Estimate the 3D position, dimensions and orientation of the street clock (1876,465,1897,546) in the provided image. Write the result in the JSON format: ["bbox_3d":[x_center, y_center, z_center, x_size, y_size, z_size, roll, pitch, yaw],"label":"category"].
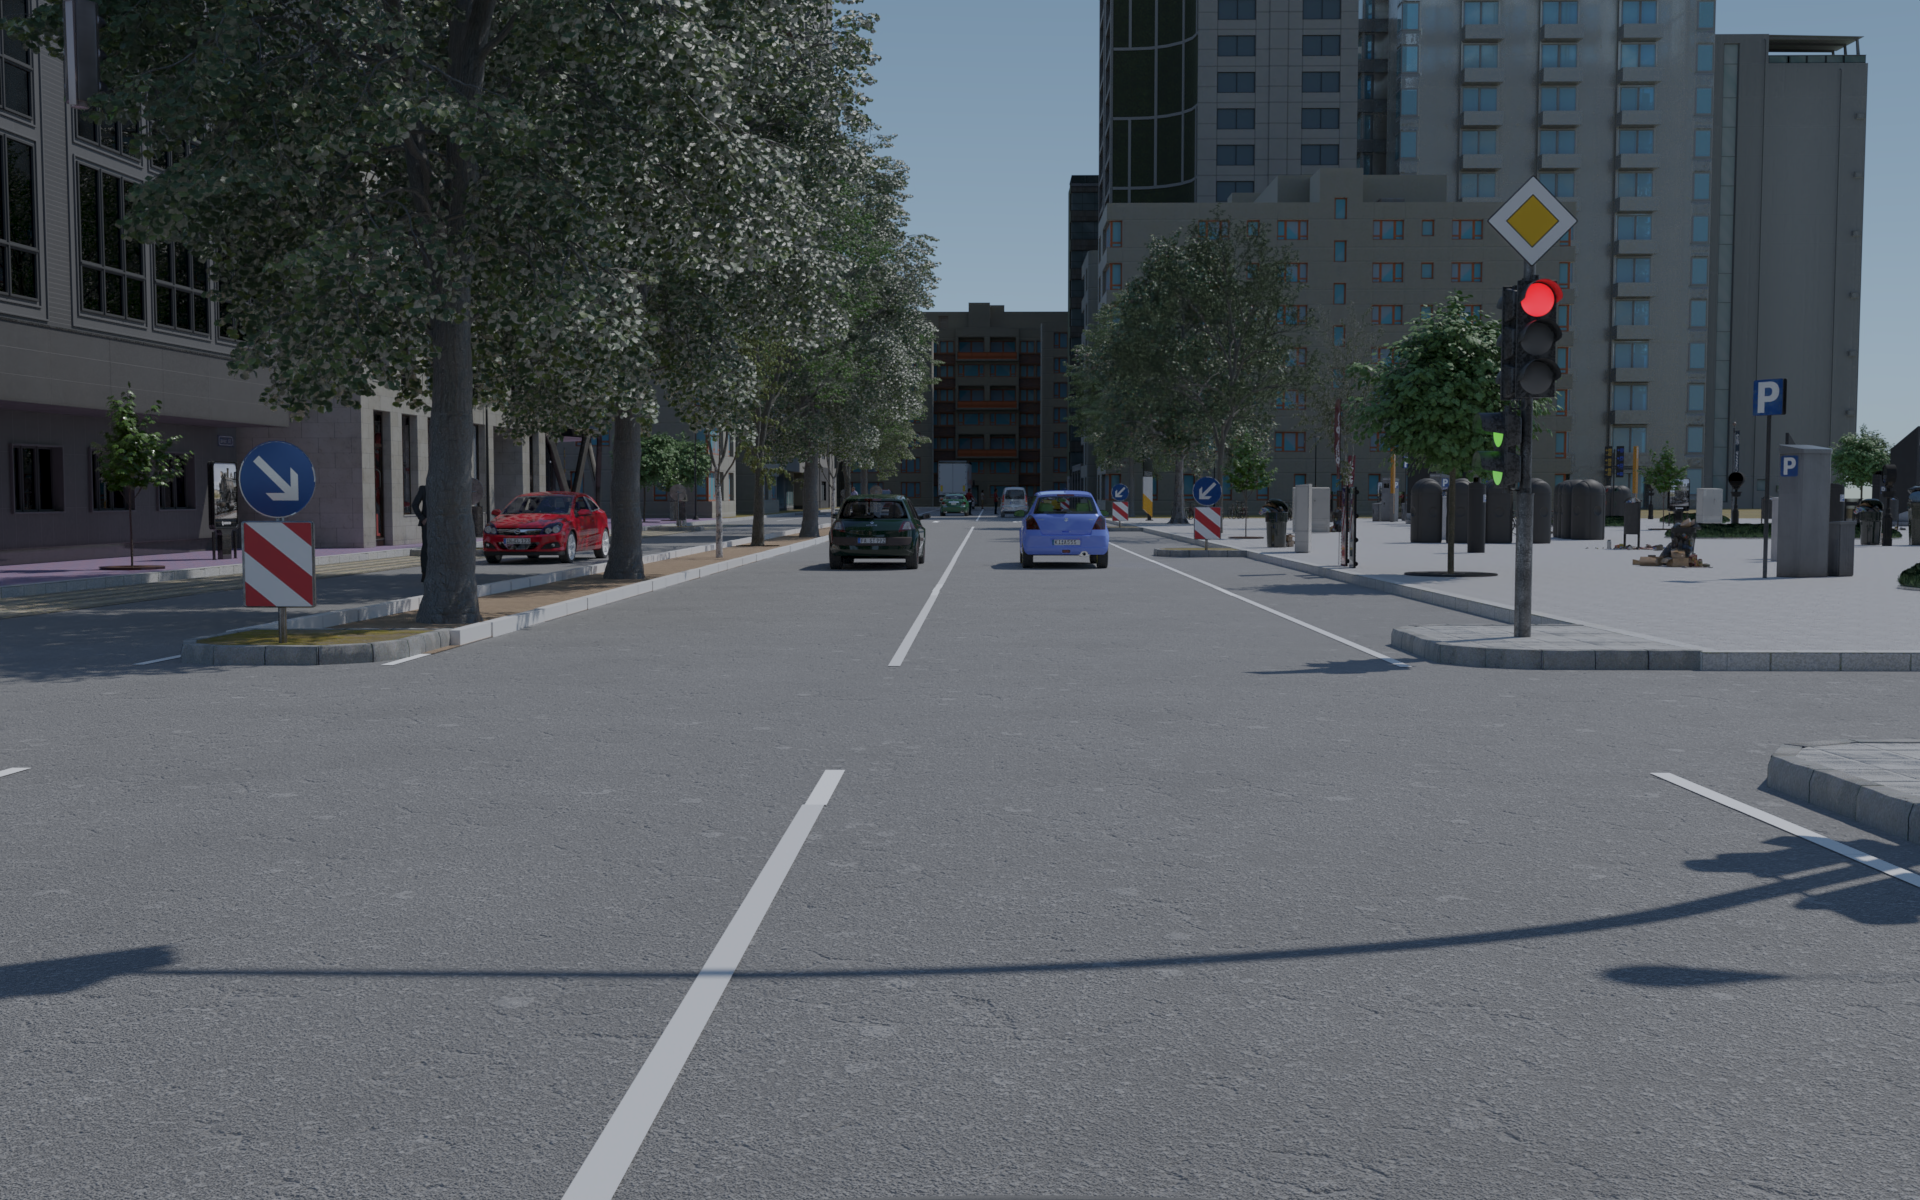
[{"bbox_3d":[22.845,-2.328,42.625,0.358,2.002,0.471,1,4,13],"label":"street clock"}]

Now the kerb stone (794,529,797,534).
[{"bbox_3d":[-6.022,-2.433,61.971,0.120,0.150,1.000,0,4,1],"label":"kerb stone"}]

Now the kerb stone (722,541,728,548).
[{"bbox_3d":[-6.314,-1.430,45.569,0.120,0.150,1.000,0,4,1],"label":"kerb stone"}]

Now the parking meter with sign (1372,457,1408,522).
[{"bbox_3d":[20.025,-5.159,80.605,0.543,3.016,1.738,-3,5,-43],"label":"parking meter with sign"}]

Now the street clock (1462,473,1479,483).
[{"bbox_3d":[15.155,-2.867,51.443,0.471,2.002,0.358,-2,4,-31],"label":"street clock"}]

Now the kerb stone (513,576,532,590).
[{"bbox_3d":[-6.673,-0.235,26.074,0.120,0.150,1.000,0,4,1],"label":"kerb stone"}]

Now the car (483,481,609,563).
[{"bbox_3d":[-8.849,-1.722,37.196,2.155,1.783,4.494,0,4,3],"label":"car"}]

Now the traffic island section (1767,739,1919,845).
[{"bbox_3d":[4.929,0.899,7.585,2.009,0.180,2.903,0,4,1],"label":"traffic island section"}]

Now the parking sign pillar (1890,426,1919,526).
[{"bbox_3d":[37.848,-4.939,69.230,1.447,3.967,1.447,-1,4,-18],"label":"parking sign pillar"}]

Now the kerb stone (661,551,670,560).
[{"bbox_3d":[-6.472,-0.922,37.362,0.120,0.150,1.000,0,4,1],"label":"kerb stone"}]

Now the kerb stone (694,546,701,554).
[{"bbox_3d":[-6.395,-1.178,41.475,0.120,0.150,1.000,0,4,1],"label":"kerb stone"}]

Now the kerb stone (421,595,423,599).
[{"bbox_3d":[-6.754,0.014,21.986,0.120,0.150,1.000,0,4,1],"label":"kerb stone"}]

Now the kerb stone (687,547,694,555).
[{"bbox_3d":[-6.414,-1.115,40.448,0.120,0.150,1.000,0,4,1],"label":"kerb stone"}]

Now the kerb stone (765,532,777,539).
[{"bbox_3d":[-6.117,-2.057,55.824,0.120,0.150,1.000,0,4,1],"label":"kerb stone"}]

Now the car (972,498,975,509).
[{"bbox_3d":[0.481,-9.293,164.294,2.083,1.381,4.827,0,4,1],"label":"car"}]

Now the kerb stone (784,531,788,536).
[{"bbox_3d":[-6.071,-2.243,58.904,0.120,0.150,1.000,0,4,1],"label":"kerb stone"}]

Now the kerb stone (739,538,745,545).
[{"bbox_3d":[-6.255,-1.613,48.649,0.120,0.150,1.000,0,4,1],"label":"kerb stone"}]

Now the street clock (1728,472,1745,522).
[{"bbox_3d":[25.171,-3.157,56.179,0.471,2.002,0.358,3,4,37],"label":"street clock"}]

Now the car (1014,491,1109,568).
[{"bbox_3d":[2.051,-1.540,34.771,1.945,1.707,3.694,0,4,1],"label":"car"}]

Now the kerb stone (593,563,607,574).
[{"bbox_3d":[-6.577,-0.551,31.204,0.120,0.150,1.000,0,4,1],"label":"kerb stone"}]

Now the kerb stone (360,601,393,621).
[{"bbox_3d":[-6.784,0.146,19.915,0.120,0.150,1.000,0,4,1],"label":"kerb stone"}]

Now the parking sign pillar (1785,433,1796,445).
[{"bbox_3d":[36.914,-5.386,76.526,1.447,3.967,1.447,-3,5,-41],"label":"parking sign pillar"}]

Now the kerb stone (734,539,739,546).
[{"bbox_3d":[-6.273,-1.555,47.618,0.120,0.150,1.000,0,4,1],"label":"kerb stone"}]

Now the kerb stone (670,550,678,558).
[{"bbox_3d":[-6.456,-0.990,38.388,0.120,0.150,1.000,0,4,1],"label":"kerb stone"}]

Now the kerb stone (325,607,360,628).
[{"bbox_3d":[-6.813,0.202,18.890,0.120,0.150,1.000,0,4,1],"label":"kerb stone"}]

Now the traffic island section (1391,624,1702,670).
[{"bbox_3d":[5.076,0.411,15.569,2.009,0.180,2.903,0,4,1],"label":"traffic island section"}]

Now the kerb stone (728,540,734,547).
[{"bbox_3d":[-6.291,-1.492,46.595,0.120,0.150,1.000,0,4,1],"label":"kerb stone"}]

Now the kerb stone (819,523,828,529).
[{"bbox_3d":[-5.809,-3.123,73.257,0.120,0.150,1.000,0,4,1],"label":"kerb stone"}]

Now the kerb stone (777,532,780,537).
[{"bbox_3d":[-6.109,-2.119,56.850,0.120,0.150,1.000,0,4,1],"label":"kerb stone"}]

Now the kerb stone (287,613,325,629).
[{"bbox_3d":[-6.824,0.265,17.858,0.120,0.150,1.000,0,4,1],"label":"kerb stone"}]

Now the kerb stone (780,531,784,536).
[{"bbox_3d":[-6.094,-2.183,57.882,0.120,0.150,1.000,0,4,1],"label":"kerb stone"}]

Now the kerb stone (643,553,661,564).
[{"bbox_3d":[-6.487,-0.865,36.338,0.120,0.150,1.000,0,4,1],"label":"kerb stone"}]

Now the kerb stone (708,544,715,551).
[{"bbox_3d":[-6.351,-1.303,43.523,0.120,0.150,1.000,0,4,1],"label":"kerb stone"}]

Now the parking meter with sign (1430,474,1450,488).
[{"bbox_3d":[18.048,-4.213,65.138,0.543,3.016,1.738,-1,4,-22],"label":"parking meter with sign"}]

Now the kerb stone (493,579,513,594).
[{"bbox_3d":[-6.699,-0.175,25.052,0.120,0.150,1.000,0,4,1],"label":"kerb stone"}]

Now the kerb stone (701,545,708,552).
[{"bbox_3d":[-6.381,-1.242,42.497,0.120,0.150,1.000,0,4,1],"label":"kerb stone"}]

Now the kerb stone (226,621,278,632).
[{"bbox_3d":[-6.854,0.335,16.837,0.120,0.150,1.000,0,4,1],"label":"kerb stone"}]

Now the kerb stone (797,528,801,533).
[{"bbox_3d":[-5.993,-2.495,62.992,0.120,0.150,1.000,0,4,1],"label":"kerb stone"}]

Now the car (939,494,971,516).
[{"bbox_3d":[-0.334,-6.180,112.842,2.131,1.459,4.920,0,4,2],"label":"car"}]

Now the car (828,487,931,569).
[{"bbox_3d":[-1.607,-1.509,34.451,2.009,1.686,4.222,0,4,1],"label":"car"}]

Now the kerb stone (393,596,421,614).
[{"bbox_3d":[-6.772,0.077,20.943,0.120,0.150,1.000,0,4,1],"label":"kerb stone"}]

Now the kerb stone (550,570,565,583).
[{"bbox_3d":[-6.641,-0.362,28.118,0.120,0.150,1.000,0,4,1],"label":"kerb stone"}]

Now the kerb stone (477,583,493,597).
[{"bbox_3d":[-6.719,-0.111,24.030,0.120,0.150,1.000,0,4,1],"label":"kerb stone"}]

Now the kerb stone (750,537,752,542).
[{"bbox_3d":[-6.224,-1.741,50.698,0.120,0.150,1.000,0,4,1],"label":"kerb stone"}]

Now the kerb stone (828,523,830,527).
[{"bbox_3d":[-5.791,-3.186,74.281,0.120,0.150,1.000,0,4,1],"label":"kerb stone"}]

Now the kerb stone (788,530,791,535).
[{"bbox_3d":[-6.054,-2.308,59.926,0.120,0.150,1.000,0,4,1],"label":"kerb stone"}]

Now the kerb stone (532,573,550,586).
[{"bbox_3d":[-6.647,-0.295,27.096,0.120,0.150,1.000,0,4,1],"label":"kerb stone"}]

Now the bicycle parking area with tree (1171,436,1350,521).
[{"bbox_3d":[15.137,-6.091,86.597,8.231,4.147,9.016,3,5,39],"label":"bicycle parking area with tree"}]

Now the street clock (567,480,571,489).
[{"bbox_3d":[-20.175,-5.177,89.213,0.358,2.002,0.471,-1,4,-20],"label":"street clock"}]

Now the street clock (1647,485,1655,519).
[{"bbox_3d":[35.065,-5.095,87.875,0.471,2.002,0.358,-2,4,-34],"label":"street clock"}]

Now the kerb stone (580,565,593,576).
[{"bbox_3d":[-6.612,-0.488,30.179,0.120,0.150,1.000,0,4,1],"label":"kerb stone"}]

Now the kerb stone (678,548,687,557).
[{"bbox_3d":[-6.429,-1.054,39.426,0.120,0.150,1.000,0,4,1],"label":"kerb stone"}]

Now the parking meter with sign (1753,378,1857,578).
[{"bbox_3d":[13.043,-1.861,26.684,1.738,3.016,0.543,-2,4,-24],"label":"parking meter with sign"}]

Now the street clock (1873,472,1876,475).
[{"bbox_3d":[28.429,-2.990,53.459,0.358,2.002,0.471,-2,4,-33],"label":"street clock"}]

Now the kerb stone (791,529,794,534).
[{"bbox_3d":[-6.034,-2.365,60.949,0.120,0.150,1.000,0,4,1],"label":"kerb stone"}]

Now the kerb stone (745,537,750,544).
[{"bbox_3d":[-6.237,-1.678,49.676,0.120,0.150,1.000,0,4,1],"label":"kerb stone"}]

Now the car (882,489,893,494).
[{"bbox_3d":[-6.116,-7.721,134.915,2.281,1.827,5.304,0,4,2],"label":"car"}]

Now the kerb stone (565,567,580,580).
[{"bbox_3d":[-6.621,-0.425,29.145,0.120,0.150,1.000,0,4,1],"label":"kerb stone"}]

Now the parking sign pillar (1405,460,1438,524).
[{"bbox_3d":[19.965,-5.269,74.613,1.447,3.967,1.447,3,4,38],"label":"parking sign pillar"}]

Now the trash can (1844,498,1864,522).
[{"bbox_3d":[30.070,-2.863,58.458,0.748,1.137,0.748,0,3,0],"label":"trash can"}]
